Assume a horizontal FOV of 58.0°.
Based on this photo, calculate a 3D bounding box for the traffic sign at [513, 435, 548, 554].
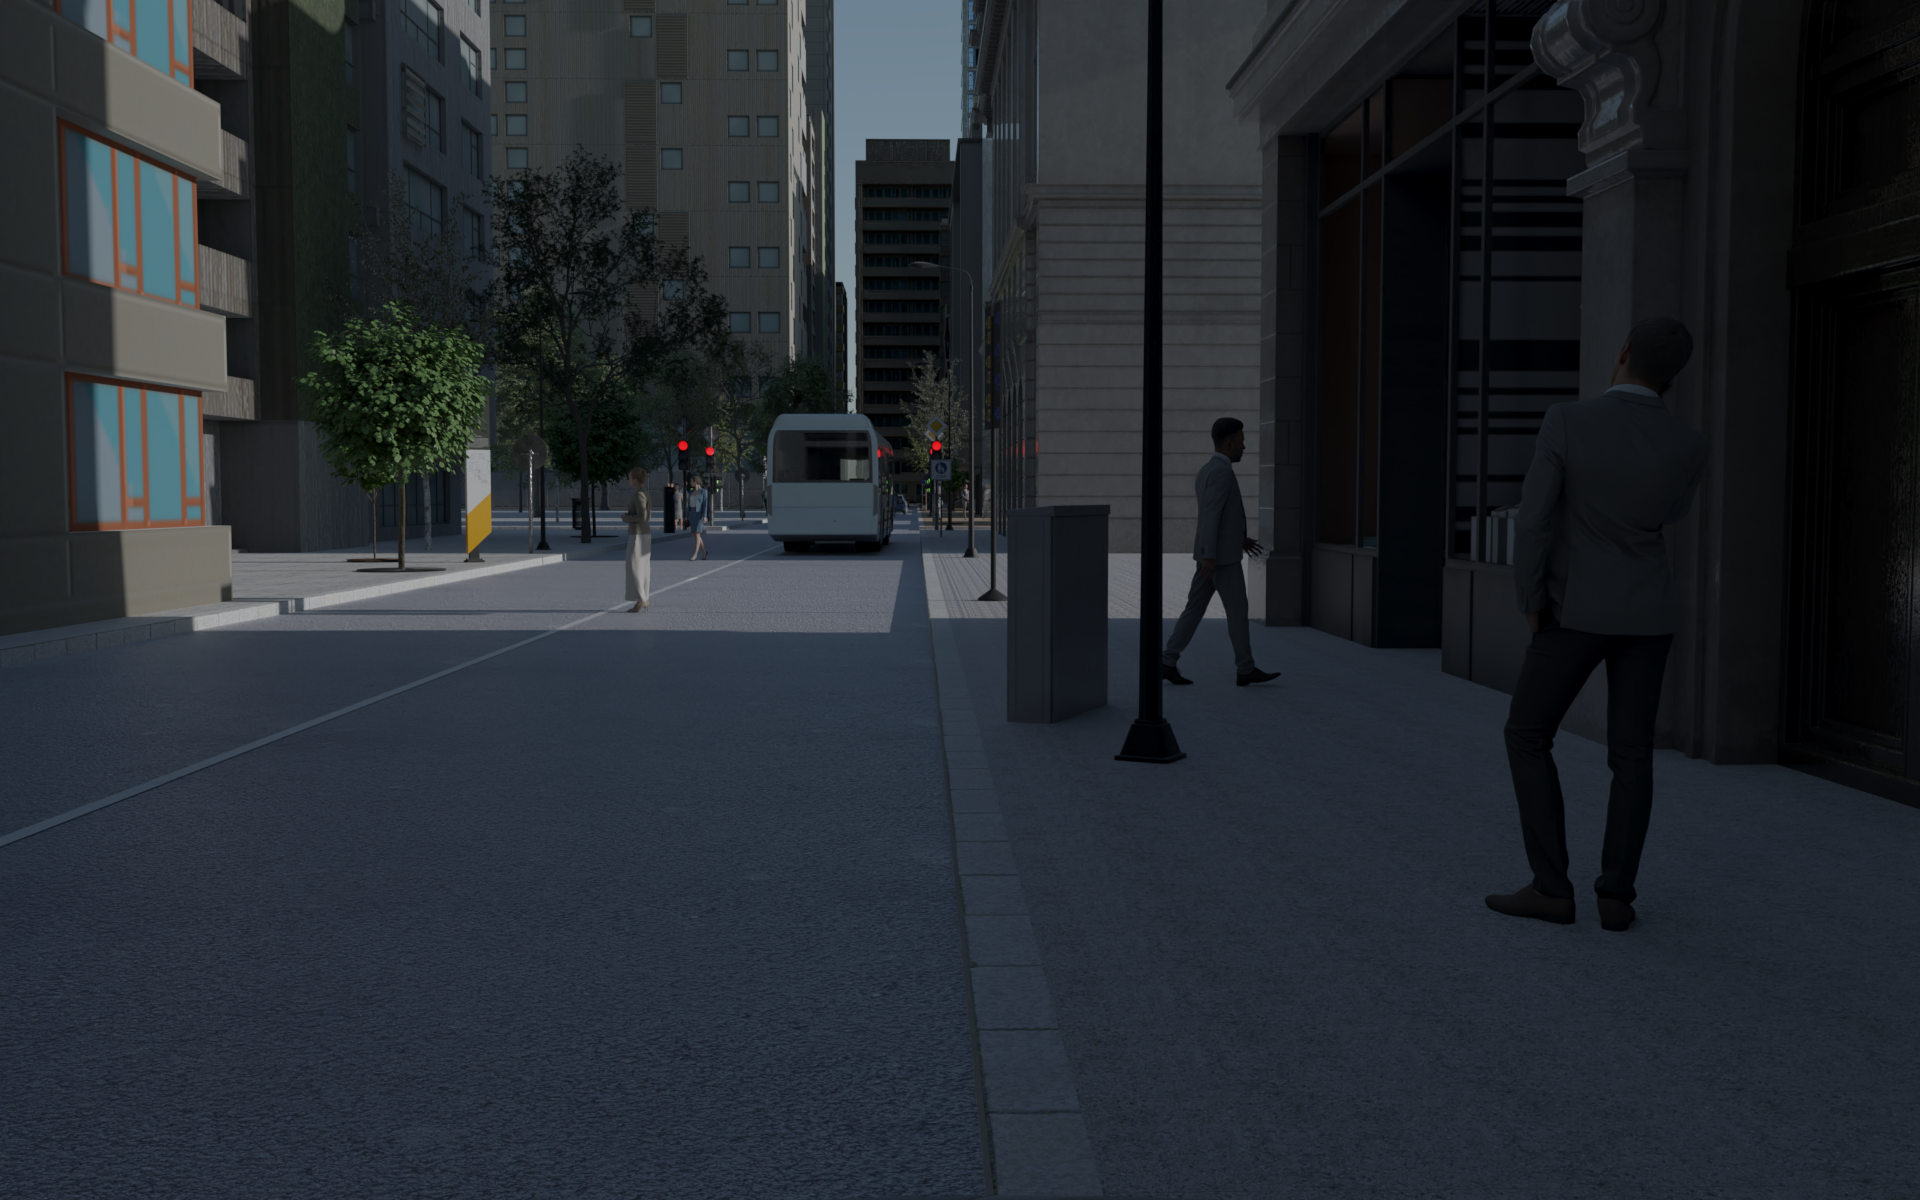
[{"bbox_3d":[-9.224,-2.267,37.172,0.768,2.556,0.104,0,4,3],"label":"traffic sign"}]

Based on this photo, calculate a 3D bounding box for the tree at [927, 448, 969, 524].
[{"bbox_3d":[-0.277,-4.815,73.328,1.663,3.219,1.824,0,3,0],"label":"tree"}]

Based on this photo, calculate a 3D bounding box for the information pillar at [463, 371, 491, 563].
[{"bbox_3d":[-9.055,-2.514,32.454,0.504,3.616,0.183,-3,5,-40],"label":"information pillar"}]

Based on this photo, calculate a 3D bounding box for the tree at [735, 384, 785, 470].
[{"bbox_3d":[-12.408,-10.065,114.930,4.737,8.622,4.395,0,3,0],"label":"tree"}]

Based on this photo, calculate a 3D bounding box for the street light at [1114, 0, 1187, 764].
[{"bbox_3d":[0.383,-2.182,8.216,1.470,5.913,1.316,0,4,-1],"label":"street light"}]

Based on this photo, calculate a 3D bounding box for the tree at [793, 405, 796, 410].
[{"bbox_3d":[-12.110,-9.731,93.513,7.601,10.594,8.767,0,4,-1],"label":"tree"}]

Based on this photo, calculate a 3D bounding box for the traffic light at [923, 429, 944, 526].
[{"bbox_3d":[-1.054,-4.919,69.347,0.839,4.253,0.868,0,4,-1],"label":"traffic light"}]

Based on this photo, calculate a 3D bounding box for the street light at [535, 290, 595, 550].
[{"bbox_3d":[-9.024,-4.101,39.588,1.470,5.913,1.316,0,4,-1],"label":"street light"}]

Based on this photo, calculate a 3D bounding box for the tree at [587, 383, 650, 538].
[{"bbox_3d":[-10.844,-4.150,51.568,4.285,4.588,4.351,0,3,0],"label":"tree"}]

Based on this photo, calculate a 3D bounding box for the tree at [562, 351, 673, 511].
[{"bbox_3d":[-27.822,-13.359,135.427,9.611,12.733,9.660,0,3,0],"label":"tree"}]

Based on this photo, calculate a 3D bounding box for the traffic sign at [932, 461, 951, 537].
[{"bbox_3d":[-0.565,-3.036,51.762,0.606,2.300,0.079,0,4,0],"label":"traffic sign"}]

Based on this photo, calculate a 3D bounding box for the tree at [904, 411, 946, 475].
[{"bbox_3d":[-2.642,-12.077,147.821,4.737,8.622,4.395,0,3,0],"label":"tree"}]

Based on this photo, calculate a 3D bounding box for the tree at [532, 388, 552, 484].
[{"bbox_3d":[-27.227,-9.936,112.821,4.360,8.622,3.978,0,3,0],"label":"tree"}]

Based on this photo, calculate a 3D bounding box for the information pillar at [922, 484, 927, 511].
[{"bbox_3d":[-2.625,-7.526,127.549,0.304,2.012,0.304,0,4,3],"label":"information pillar"}]

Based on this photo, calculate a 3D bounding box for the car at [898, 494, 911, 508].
[{"bbox_3d":[-6.291,-10.737,185.769,2.015,1.641,3.980,0,4,-2],"label":"car"}]

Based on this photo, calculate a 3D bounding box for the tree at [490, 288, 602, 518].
[{"bbox_3d":[-22.682,-10.744,93.798,7.486,12.596,7.792,0,3,0],"label":"tree"}]

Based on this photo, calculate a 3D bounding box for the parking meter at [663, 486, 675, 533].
[{"bbox_3d":[-9.547,-2.963,56.852,0.372,1.533,0.369,0,3,0],"label":"parking meter"}]

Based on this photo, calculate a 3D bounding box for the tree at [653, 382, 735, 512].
[{"bbox_3d":[-16.618,-9.537,106.297,4.737,8.622,4.395,0,3,0],"label":"tree"}]

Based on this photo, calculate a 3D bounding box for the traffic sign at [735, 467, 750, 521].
[{"bbox_3d":[-10.387,-5.049,82.654,0.768,2.556,0.104,0,4,7],"label":"traffic sign"}]

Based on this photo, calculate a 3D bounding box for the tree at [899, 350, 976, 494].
[{"bbox_3d":[-1.052,-8.433,88.241,4.360,8.622,3.978,0,3,0],"label":"tree"}]

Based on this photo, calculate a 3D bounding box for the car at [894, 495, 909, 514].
[{"bbox_3d":[-4.691,-6.871,124.343,2.014,1.417,4.499,0,4,0],"label":"car"}]

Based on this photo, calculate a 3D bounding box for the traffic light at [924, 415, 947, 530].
[{"bbox_3d":[-0.850,-4.431,61.365,0.839,4.253,0.868,0,4,-1],"label":"traffic light"}]

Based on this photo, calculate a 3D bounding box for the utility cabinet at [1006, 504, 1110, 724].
[{"bbox_3d":[0.577,0.062,10.146,0.306,1.237,1.020,1,4,23],"label":"utility cabinet"}]

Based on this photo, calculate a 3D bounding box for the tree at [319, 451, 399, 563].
[{"bbox_3d":[-11.225,-2.331,32.707,1.663,3.219,1.824,0,3,0],"label":"tree"}]

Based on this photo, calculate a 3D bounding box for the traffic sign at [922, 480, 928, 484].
[{"bbox_3d":[-2.605,-8.255,135.076,0.768,2.556,0.104,1,4,8],"label":"traffic sign"}]

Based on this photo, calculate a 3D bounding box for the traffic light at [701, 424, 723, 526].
[{"bbox_3d":[-9.912,-4.904,69.105,0.839,4.253,0.868,0,4,-1],"label":"traffic light"}]

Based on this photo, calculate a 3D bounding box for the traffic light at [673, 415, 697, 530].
[{"bbox_3d":[-9.708,-4.416,61.123,0.839,4.253,0.868,0,4,-1],"label":"traffic light"}]

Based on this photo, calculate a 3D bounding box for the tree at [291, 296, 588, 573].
[{"bbox_3d":[-9.373,-2.754,28.745,4.285,4.588,4.351,0,3,0],"label":"tree"}]

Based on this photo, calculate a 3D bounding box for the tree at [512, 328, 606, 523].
[{"bbox_3d":[-17.902,-7.796,77.824,4.737,8.622,4.395,0,3,0],"label":"tree"}]

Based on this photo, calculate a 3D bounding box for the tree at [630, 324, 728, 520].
[{"bbox_3d":[-11.618,-7.499,72.972,4.360,8.622,3.978,0,3,0],"label":"tree"}]

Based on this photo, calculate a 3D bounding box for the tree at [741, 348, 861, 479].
[{"bbox_3d":[-12.387,-13.406,136.201,9.611,12.733,9.660,0,3,0],"label":"tree"}]

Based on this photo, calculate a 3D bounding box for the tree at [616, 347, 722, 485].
[{"bbox_3d":[-19.395,-11.602,115.453,9.928,11.665,9.643,0,3,0],"label":"tree"}]

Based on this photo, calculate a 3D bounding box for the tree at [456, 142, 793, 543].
[{"bbox_3d":[-9.701,-6.784,45.335,8.767,10.594,7.601,1,4,9],"label":"tree"}]

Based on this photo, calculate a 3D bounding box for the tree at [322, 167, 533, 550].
[{"bbox_3d":[-12.146,-5.432,39.184,4.360,8.622,3.978,0,3,0],"label":"tree"}]
